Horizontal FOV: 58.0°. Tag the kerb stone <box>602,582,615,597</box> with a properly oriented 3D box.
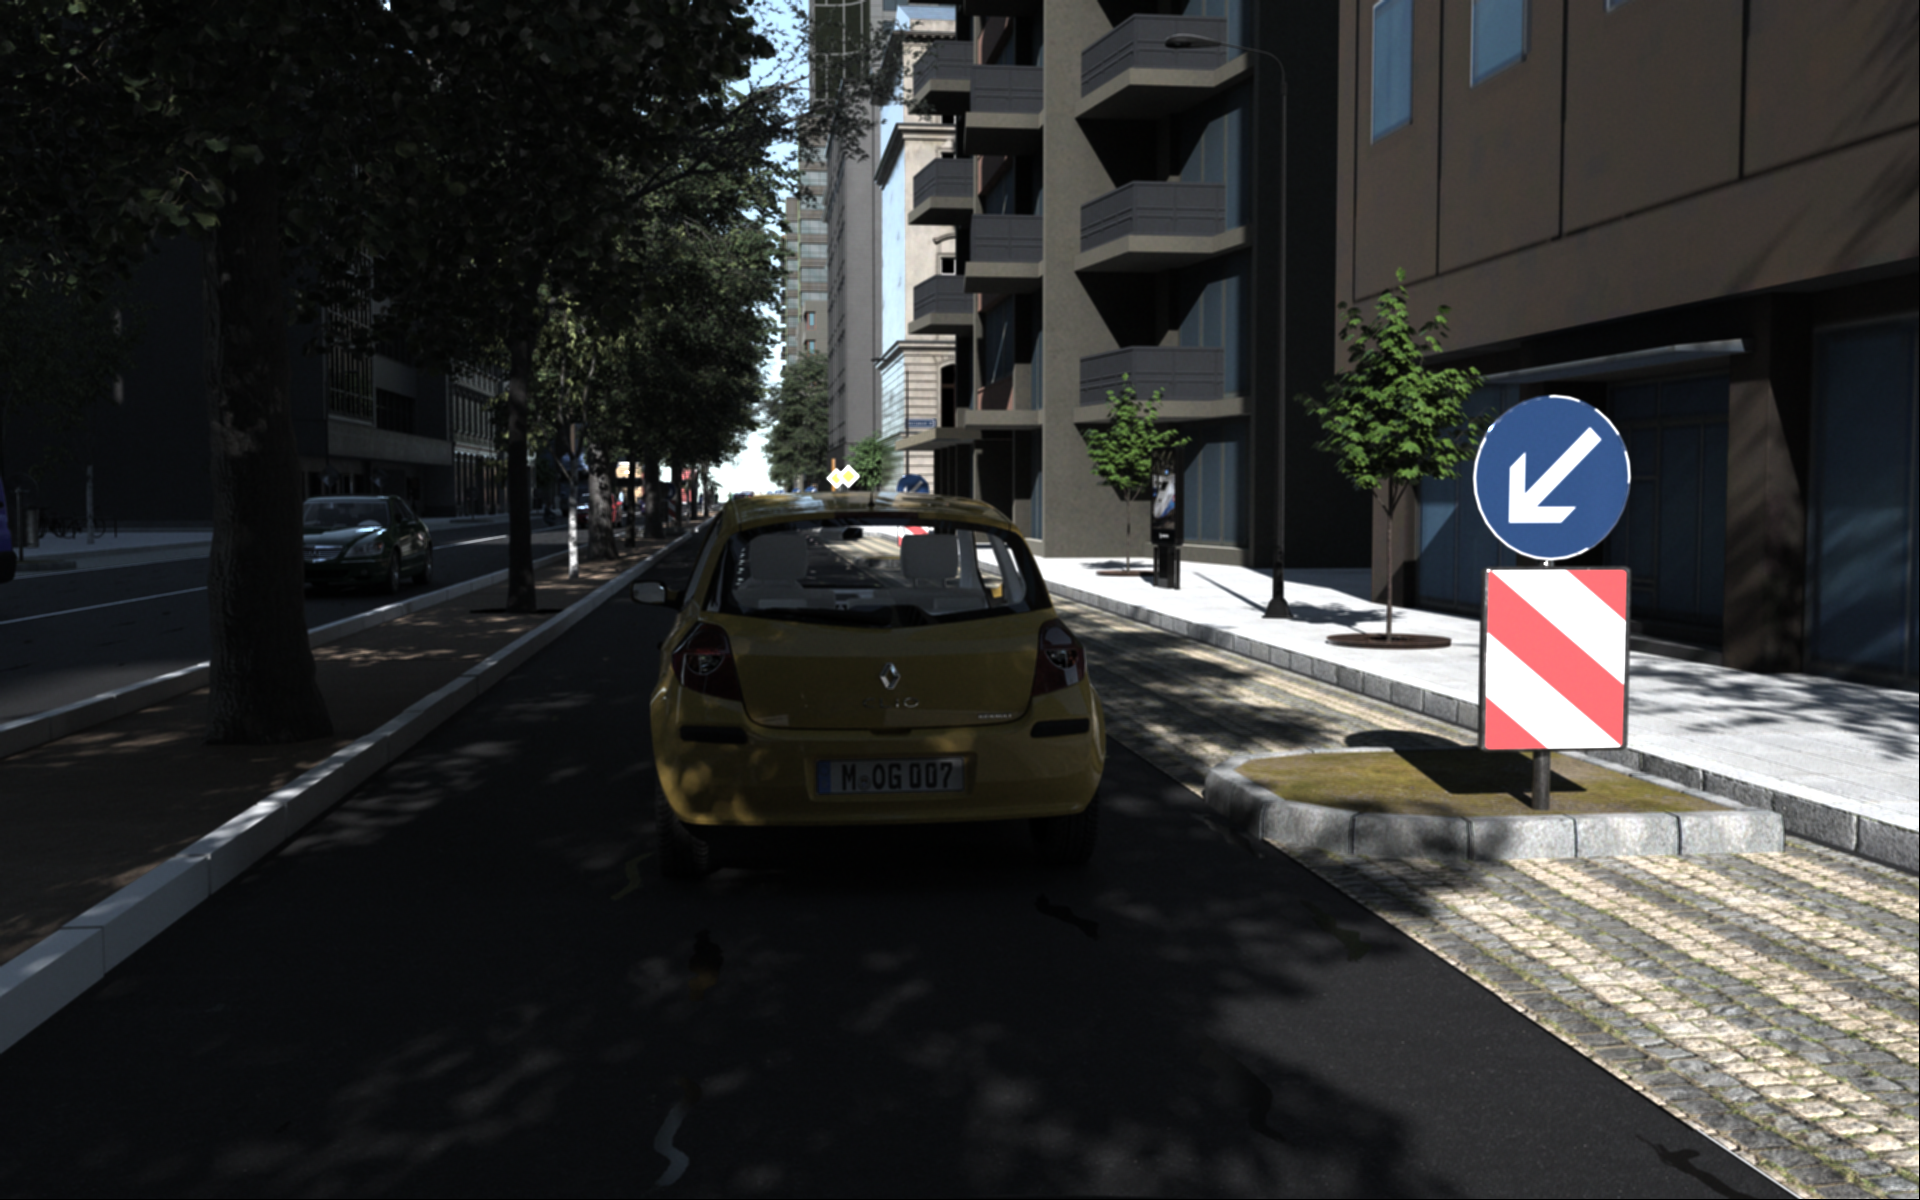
[{"bbox_3d":[-4.921,-0.110,23.996,0.120,0.150,1.000,0,4,-7],"label":"kerb stone"}]

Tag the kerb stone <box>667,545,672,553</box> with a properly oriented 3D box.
[{"bbox_3d":[-7.022,-1.169,41.313,0.120,0.150,1.000,0,4,-7],"label":"kerb stone"}]

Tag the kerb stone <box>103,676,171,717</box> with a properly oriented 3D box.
[{"bbox_3d":[-5.497,0.653,11.522,0.120,0.150,1.000,0,4,-7],"label":"kerb stone"}]

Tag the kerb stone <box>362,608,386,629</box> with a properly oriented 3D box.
[{"bbox_3d":[-6.372,0.221,18.632,0.120,0.150,1.000,0,4,-7],"label":"kerb stone"}]

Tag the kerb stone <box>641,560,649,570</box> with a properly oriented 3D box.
[{"bbox_3d":[-5.912,-0.608,32.152,0.120,0.150,1.000,0,4,-7],"label":"kerb stone"}]

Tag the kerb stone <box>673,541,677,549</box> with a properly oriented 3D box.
[{"bbox_3d":[-7.400,-1.354,44.357,0.120,0.150,1.000,0,4,-7],"label":"kerb stone"}]

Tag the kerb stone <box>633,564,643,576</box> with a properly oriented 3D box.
[{"bbox_3d":[-5.656,-0.483,30.116,0.120,0.150,1.000,0,4,-7],"label":"kerb stone"}]

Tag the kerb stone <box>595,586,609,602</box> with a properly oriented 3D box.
[{"bbox_3d":[-4.791,-0.047,22.965,0.120,0.150,1.000,0,4,-7],"label":"kerb stone"}]

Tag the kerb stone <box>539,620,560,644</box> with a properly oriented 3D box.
[{"bbox_3d":[-4.035,0.328,16.873,0.120,0.150,1.000,0,4,-7],"label":"kerb stone"}]

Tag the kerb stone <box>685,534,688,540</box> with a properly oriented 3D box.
[{"bbox_3d":[-8.393,-1.846,52.504,0.120,0.150,1.000,0,4,-7],"label":"kerb stone"}]

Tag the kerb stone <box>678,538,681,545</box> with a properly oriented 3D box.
[{"bbox_3d":[-7.780,-1.542,47.407,0.120,0.150,1.000,0,4,-7],"label":"kerb stone"}]

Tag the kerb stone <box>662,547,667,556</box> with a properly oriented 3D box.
[{"bbox_3d":[-6.779,-1.044,39.264,0.120,0.150,1.000,0,4,-7],"label":"kerb stone"}]

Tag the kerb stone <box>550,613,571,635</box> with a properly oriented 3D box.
[{"bbox_3d":[-4.158,0.266,17.888,0.120,0.150,1.000,0,4,-7],"label":"kerb stone"}]

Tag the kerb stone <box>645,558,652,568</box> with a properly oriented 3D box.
[{"bbox_3d":[-6.038,-0.671,33.170,0.120,0.150,1.000,0,4,-7],"label":"kerb stone"}]

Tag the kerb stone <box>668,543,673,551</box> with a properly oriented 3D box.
[{"bbox_3d":[-7.152,-1.231,42.327,0.120,0.150,1.000,0,4,-7],"label":"kerb stone"}]

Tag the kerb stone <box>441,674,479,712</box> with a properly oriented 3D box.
[{"bbox_3d":[-3.421,0.649,11.763,0.120,0.150,1.000,0,4,-7],"label":"kerb stone"}]

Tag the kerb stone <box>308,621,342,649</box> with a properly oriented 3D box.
[{"bbox_3d":[-6.124,0.342,16.599,0.120,0.150,1.000,0,4,-7],"label":"kerb stone"}]

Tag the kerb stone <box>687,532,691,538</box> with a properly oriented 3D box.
[{"bbox_3d":[-8.642,-1.978,54.538,0.120,0.150,1.000,0,4,-7],"label":"kerb stone"}]

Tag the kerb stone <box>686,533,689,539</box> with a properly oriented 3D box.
[{"bbox_3d":[-8.521,-1.916,53.518,0.120,0.150,1.000,0,4,-7],"label":"kerb stone"}]

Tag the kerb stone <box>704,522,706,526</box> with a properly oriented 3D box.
[{"bbox_3d":[-10.944,-3.126,73.361,0.120,0.150,1.000,0,4,-7],"label":"kerb stone"}]

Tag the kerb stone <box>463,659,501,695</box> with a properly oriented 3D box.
[{"bbox_3d":[-3.539,0.575,12.787,0.120,0.150,1.000,0,4,-7],"label":"kerb stone"}]

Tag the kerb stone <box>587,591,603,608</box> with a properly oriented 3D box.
[{"bbox_3d":[-4.660,0.015,21.951,0.120,0.150,1.000,0,4,-7],"label":"kerb stone"}]

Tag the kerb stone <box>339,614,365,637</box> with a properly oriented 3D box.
[{"bbox_3d":[-6.249,0.280,17.617,0.120,0.150,1.000,0,4,-7],"label":"kerb stone"}]

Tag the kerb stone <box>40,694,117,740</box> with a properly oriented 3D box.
[{"bbox_3d":[-5.375,0.719,10.507,0.120,0.150,1.000,0,4,-7],"label":"kerb stone"}]

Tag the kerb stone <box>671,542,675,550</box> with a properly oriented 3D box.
[{"bbox_3d":[-7.273,-1.293,43.342,0.120,0.150,1.000,0,4,-7],"label":"kerb stone"}]

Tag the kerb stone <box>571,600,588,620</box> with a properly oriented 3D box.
[{"bbox_3d":[-4.414,0.139,19.916,0.120,0.150,1.000,0,4,-7],"label":"kerb stone"}]

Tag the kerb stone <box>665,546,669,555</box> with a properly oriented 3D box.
[{"bbox_3d":[-6.906,-1.107,40.292,0.120,0.150,1.000,0,4,-7],"label":"kerb stone"}]

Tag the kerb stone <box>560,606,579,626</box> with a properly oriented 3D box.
[{"bbox_3d":[-4.293,0.205,18.901,0.120,0.150,1.000,0,4,-7],"label":"kerb stone"}]

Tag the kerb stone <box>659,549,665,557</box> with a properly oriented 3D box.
[{"bbox_3d":[-6.654,-0.979,38.245,0.120,0.150,1.000,0,4,-7],"label":"kerb stone"}]

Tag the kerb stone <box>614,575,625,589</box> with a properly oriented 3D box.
[{"bbox_3d":[-5.165,-0.235,26.038,0.120,0.150,1.000,0,4,-7],"label":"kerb stone"}]

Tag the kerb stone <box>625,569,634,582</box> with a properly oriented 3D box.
[{"bbox_3d":[-5.419,-0.360,28.081,0.120,0.150,1.000,0,4,-7],"label":"kerb stone"}]

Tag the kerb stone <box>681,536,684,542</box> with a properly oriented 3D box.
[{"bbox_3d":[-8.018,-1.666,49.448,0.120,0.150,1.000,0,4,-7],"label":"kerb stone"}]

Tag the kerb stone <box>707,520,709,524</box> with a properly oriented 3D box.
[{"bbox_3d":[-11.574,-3.441,78.454,0.120,0.150,1.000,0,4,-7],"label":"kerb stone"}]

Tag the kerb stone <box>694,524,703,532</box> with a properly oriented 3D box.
[{"bbox_3d":[-10.449,-2.881,69.302,0.120,0.150,1.000,0,4,-7],"label":"kerb stone"}]

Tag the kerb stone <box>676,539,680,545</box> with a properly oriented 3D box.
[{"bbox_3d":[-7.647,-1.480,46.387,0.120,0.150,1.000,0,4,-7],"label":"kerb stone"}]

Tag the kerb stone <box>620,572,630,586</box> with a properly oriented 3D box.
[{"bbox_3d":[-5.289,-0.297,27.059,0.120,0.150,1.000,0,4,-7],"label":"kerb stone"}]

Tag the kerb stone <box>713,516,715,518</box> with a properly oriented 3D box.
[{"bbox_3d":[-13.189,-4.251,91.699,0.120,0.150,1.000,0,4,-7],"label":"kerb stone"}]

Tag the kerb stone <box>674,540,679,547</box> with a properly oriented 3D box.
[{"bbox_3d":[-7.520,-1.411,45.372,0.120,0.150,1.000,0,4,-7],"label":"kerb stone"}]

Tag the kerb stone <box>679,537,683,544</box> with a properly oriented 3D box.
[{"bbox_3d":[-7.899,-1.602,48.433,0.120,0.150,1.000,0,4,-7],"label":"kerb stone"}]

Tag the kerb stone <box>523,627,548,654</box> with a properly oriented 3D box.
[{"bbox_3d":[-3.917,0.388,15.848,0.120,0.150,1.000,0,4,-7],"label":"kerb stone"}]

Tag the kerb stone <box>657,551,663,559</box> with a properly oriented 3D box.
[{"bbox_3d":[-6.526,-0.915,37.230,0.120,0.150,1.000,0,4,-7],"label":"kerb stone"}]

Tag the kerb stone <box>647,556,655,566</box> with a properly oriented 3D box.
[{"bbox_3d":[-6.154,-0.727,34.186,0.120,0.150,1.000,0,4,-7],"label":"kerb stone"}]

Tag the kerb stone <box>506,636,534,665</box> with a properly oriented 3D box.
[{"bbox_3d":[-3.794,0.450,14.833,0.120,0.150,1.000,0,4,-7],"label":"kerb stone"}]

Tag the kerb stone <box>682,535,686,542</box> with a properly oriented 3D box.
[{"bbox_3d":[-8.145,-1.729,50.463,0.120,0.150,1.000,0,4,-7],"label":"kerb stone"}]

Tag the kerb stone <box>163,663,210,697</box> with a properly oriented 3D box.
[{"bbox_3d":[-5.632,0.599,12.536,0.120,0.150,1.000,0,4,-7],"label":"kerb stone"}]

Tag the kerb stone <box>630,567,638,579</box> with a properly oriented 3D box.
[{"bbox_3d":[-5.543,-0.421,29.100,0.120,0.150,1.000,0,4,-7],"label":"kerb stone"}]

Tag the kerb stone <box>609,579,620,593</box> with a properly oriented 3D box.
[{"bbox_3d":[-5.040,-0.172,25.014,0.120,0.150,1.000,0,4,-7],"label":"kerb stone"}]

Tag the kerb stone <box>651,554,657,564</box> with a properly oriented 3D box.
[{"bbox_3d":[-6.288,-0.795,35.200,0.120,0.150,1.000,0,4,-7],"label":"kerb stone"}]

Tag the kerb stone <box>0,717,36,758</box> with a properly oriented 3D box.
[{"bbox_3d":[-5.253,0.777,9.489,0.120,0.150,1.000,0,4,-7],"label":"kerb stone"}]

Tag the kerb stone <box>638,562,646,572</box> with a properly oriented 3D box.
[{"bbox_3d":[-5.784,-0.546,31.130,0.120,0.150,1.000,0,4,-7],"label":"kerb stone"}]

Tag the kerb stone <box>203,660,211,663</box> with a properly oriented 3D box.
[{"bbox_3d":[-5.744,0.529,13.551,0.120,0.150,1.000,0,4,-7],"label":"kerb stone"}]

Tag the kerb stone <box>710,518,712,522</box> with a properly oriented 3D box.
[{"bbox_3d":[-12.319,-3.813,84.586,0.120,0.150,1.000,0,4,-7],"label":"kerb stone"}]

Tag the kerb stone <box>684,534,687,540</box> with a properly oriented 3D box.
[{"bbox_3d":[-8.271,-1.791,51.477,0.120,0.150,1.000,0,4,-7],"label":"kerb stone"}]

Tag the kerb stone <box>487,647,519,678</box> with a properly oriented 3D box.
[{"bbox_3d":[-3.669,0.513,13.813,0.120,0.150,1.000,0,4,-7],"label":"kerb stone"}]

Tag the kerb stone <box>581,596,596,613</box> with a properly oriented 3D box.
[{"bbox_3d":[-4.538,0.083,20.936,0.120,0.150,1.000,0,4,-7],"label":"kerb stone"}]

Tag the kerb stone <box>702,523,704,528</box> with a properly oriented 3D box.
[{"bbox_3d":[-10.570,-2.942,70.317,0.120,0.150,1.000,0,4,-7],"label":"kerb stone"}]

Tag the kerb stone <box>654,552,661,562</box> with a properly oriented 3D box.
[{"bbox_3d":[-6.402,-0.857,36.215,0.120,0.150,1.000,0,4,-7],"label":"kerb stone"}]
